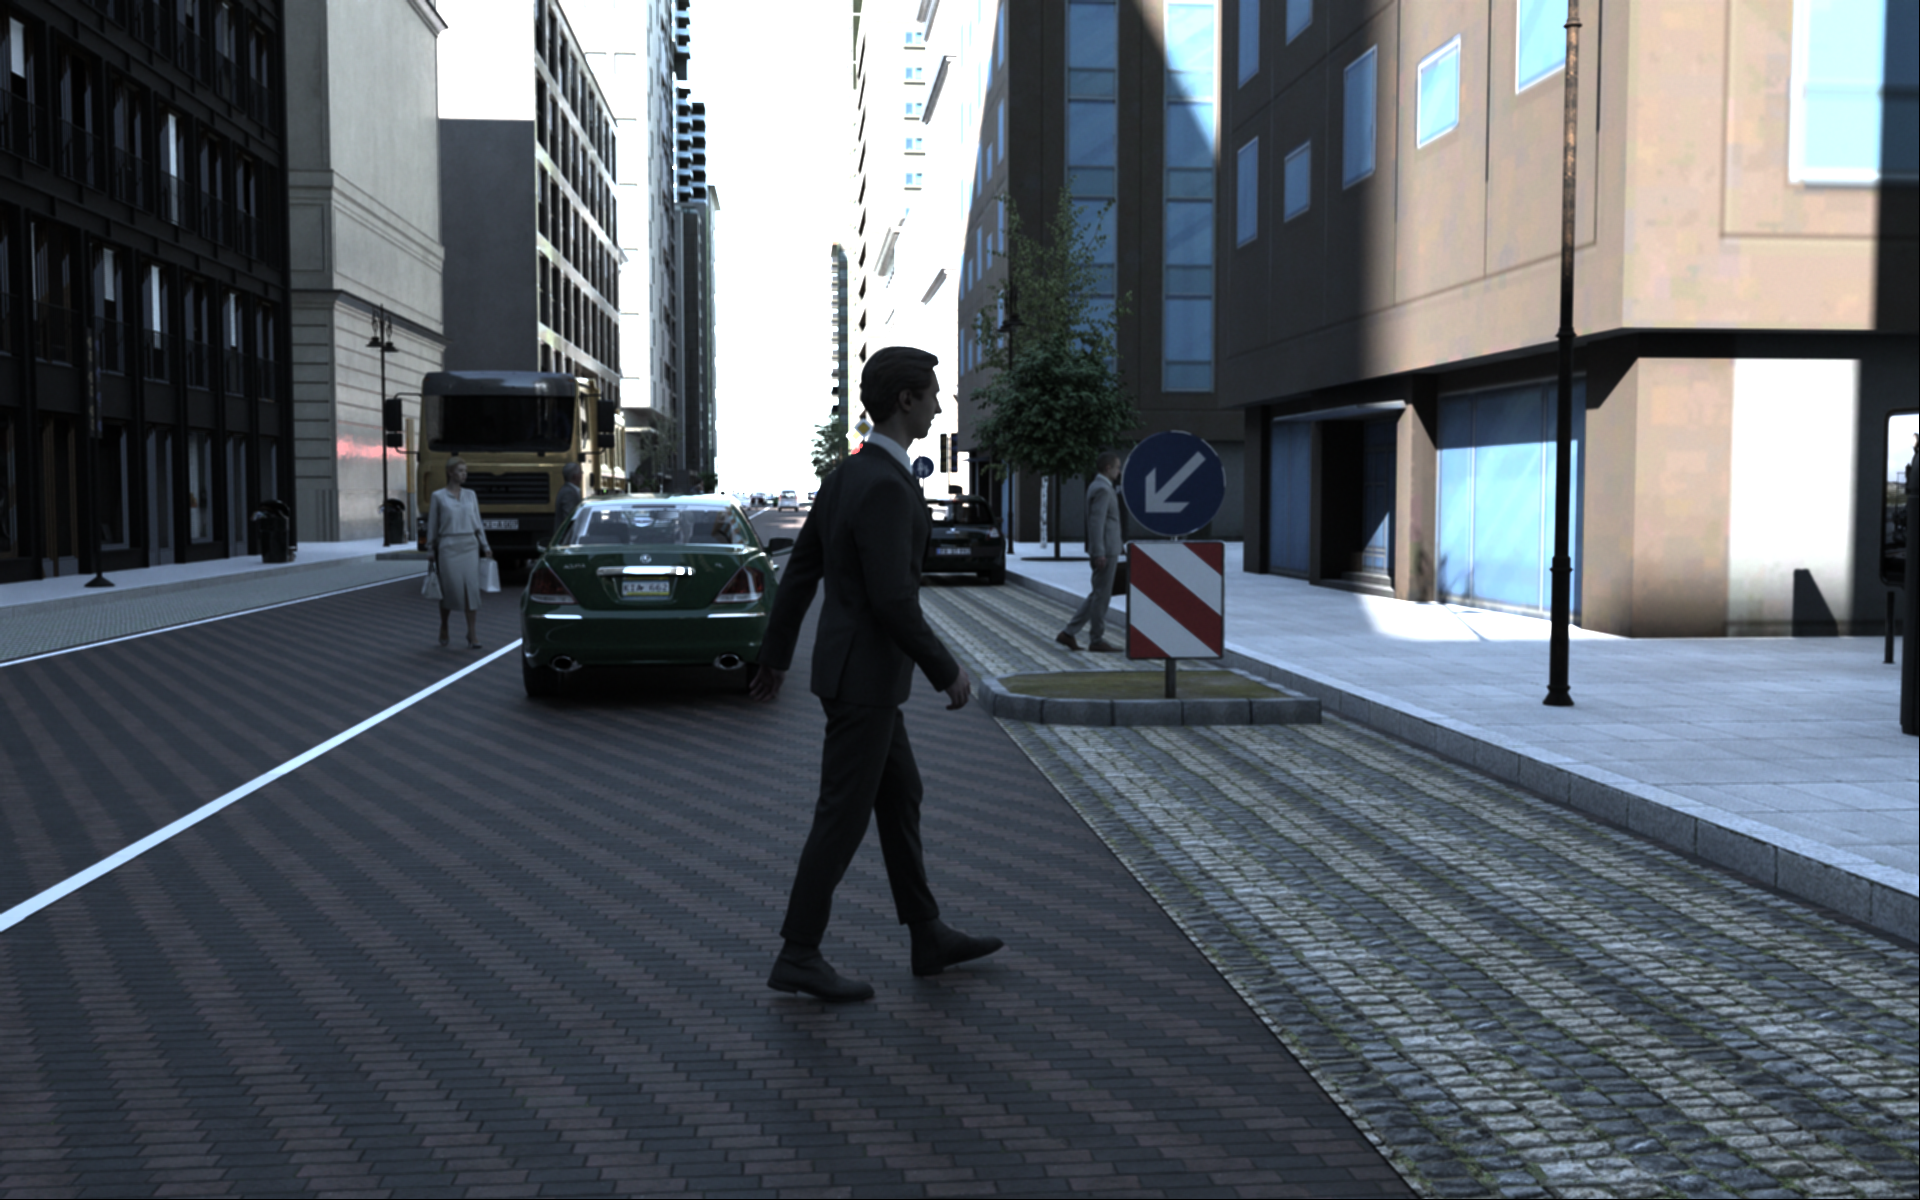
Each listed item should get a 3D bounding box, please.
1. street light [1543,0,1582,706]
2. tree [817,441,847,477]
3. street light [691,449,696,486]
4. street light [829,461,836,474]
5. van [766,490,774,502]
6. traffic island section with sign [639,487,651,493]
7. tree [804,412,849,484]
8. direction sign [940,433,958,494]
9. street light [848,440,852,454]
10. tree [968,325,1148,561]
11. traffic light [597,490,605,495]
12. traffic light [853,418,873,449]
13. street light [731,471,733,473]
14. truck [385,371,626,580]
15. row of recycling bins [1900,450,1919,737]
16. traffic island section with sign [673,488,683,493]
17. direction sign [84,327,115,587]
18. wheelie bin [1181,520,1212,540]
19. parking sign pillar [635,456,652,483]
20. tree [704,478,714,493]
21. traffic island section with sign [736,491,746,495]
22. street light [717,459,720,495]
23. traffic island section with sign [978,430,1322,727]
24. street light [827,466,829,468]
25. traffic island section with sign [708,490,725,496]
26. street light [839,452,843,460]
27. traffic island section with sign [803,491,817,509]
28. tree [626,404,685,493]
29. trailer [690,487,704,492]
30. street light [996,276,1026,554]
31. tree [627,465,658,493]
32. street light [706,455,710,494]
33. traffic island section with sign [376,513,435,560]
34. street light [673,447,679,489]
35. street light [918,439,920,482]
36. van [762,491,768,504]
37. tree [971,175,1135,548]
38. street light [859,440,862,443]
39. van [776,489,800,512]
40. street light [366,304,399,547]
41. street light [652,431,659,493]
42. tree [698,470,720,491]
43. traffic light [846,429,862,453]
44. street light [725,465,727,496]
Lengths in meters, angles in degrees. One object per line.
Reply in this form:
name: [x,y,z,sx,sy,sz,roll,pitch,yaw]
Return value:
street light: [3.646,-2.299,10.374,0.468,5.910,1.993,0,4,-5]
tree: [-16.905,-17.219,231.896,4.360,8.622,3.978,0,3,0]
street light: [-26.580,-12.255,173.149,0.468,5.910,1.993,0,4,-5]
street light: [-14.246,-13.657,196.082,0.468,5.910,1.993,0,4,-5]
van: [-30.811,-16.706,280.158,2.013,2.044,4.112,0,4,-6]
traffic island section with sign: [-16.943,-5.190,93.478,1.989,1.847,2.006,0,4,-5]
tree: [-17.652,-19.600,238.589,7.486,12.596,7.792,0,3,0]
direction sign: [-0.412,-4.424,64.331,0.876,3.537,0.379,3,5,41]
street light: [-9.183,-10.552,145.307,0.468,5.910,1.993,0,4,-5]
tree: [1.961,-3.050,33.577,4.285,4.588,4.351,0,3,0]
traffic light: [-14.732,-5.000,70.676,0.839,4.253,0.868,0,4,-5]
traffic light: [-3.558,-4.576,63.737,0.839,4.253,0.868,0,4,-5]
street light: [-37.153,-18.924,282.194,0.468,5.910,1.993,0,4,-5]
truck: [-7.521,-2.110,30.421,3.469,3.379,9.791,0,4,-7]
row of recycling bins: [6.810,-0.132,9.276,3.534,1.692,1.069,-1,4,-10]
traffic island section with sign: [-19.538,-6.839,120.440,1.989,1.847,2.006,0,4,-5]
direction sign: [-11.937,-1.953,23.923,0.379,3.537,0.876,-1,4,-16]
wheelie bin: [5.465,-1.981,40.296,0.980,1.594,0.693,-1,4,-13]
parking sign pillar: [-22.187,-8.122,121.268,1.447,3.967,1.447,2,4,35]
tree: [-30.106,-13.143,209.487,1.663,3.219,1.824,0,3,0]
traffic island section with sign: [-34.657,-16.490,278.230,1.989,1.847,2.006,0,4,-5]
street light: [-32.093,-15.746,230.236,0.468,5.910,1.993,0,4,-5]
traffic island section with sign: [1.156,-0.180,11.565,1.989,1.847,2.006,0,4,-5]
street light: [-16.793,-15.273,222.504,0.468,5.910,1.993,0,4,-5]
traffic island section with sign: [-24.160,-9.790,168.698,1.989,1.847,2.006,0,4,-5]
street light: [-11.676,-12.060,169.968,0.468,5.910,1.993,0,4,-5]
traffic island section with sign: [-16.676,-11.565,197.714,1.989,1.847,2.006,0,4,-5]
tree: [-23.980,-11.450,137.573,4.360,8.622,3.978,0,3,0]
trailer: [-20.239,-7.709,133.088,1.471,1.999,3.904,0,4,-6]
street light: [1.081,-3.923,36.932,0.468,5.910,1.993,0,4,-5]
tree: [-21.382,-7.371,115.122,1.663,3.219,1.824,0,3,0]
street light: [-29.097,-13.873,199.602,0.468,5.910,1.993,0,4,-5]
traffic island section with sign: [-11.648,-1.808,38.194,1.989,1.847,2.006,0,4,-5]
street light: [-24.189,-10.675,147.323,0.468,5.910,1.993,0,4,-5]
street light: [-1.491,-5.524,63.110,0.468,5.910,1.993,0,4,-5]
van: [-27.801,-14.372,241.994,2.013,2.044,4.112,0,4,-5]
tree: [2.018,-5.535,40.867,4.737,8.622,4.395,0,3,0]
street light: [-6.841,-8.968,119.412,0.468,5.910,1.993,0,4,-5]
van: [-14.158,-8.295,142.642,2.013,2.044,4.112,0,4,-7]
street light: [-14.041,-4.247,42.227,0.468,5.910,1.993,0,4,-5]
street light: [-21.868,-9.291,124.698,0.468,5.910,1.993,0,4,-5]
tree: [-32.364,-14.548,221.570,4.285,4.588,4.351,0,3,0]
traffic light: [-4.320,-5.062,71.686,0.839,4.253,0.868,0,4,-5]
street light: [-34.592,-17.345,256.384,0.468,5.910,1.993,0,4,-5]
